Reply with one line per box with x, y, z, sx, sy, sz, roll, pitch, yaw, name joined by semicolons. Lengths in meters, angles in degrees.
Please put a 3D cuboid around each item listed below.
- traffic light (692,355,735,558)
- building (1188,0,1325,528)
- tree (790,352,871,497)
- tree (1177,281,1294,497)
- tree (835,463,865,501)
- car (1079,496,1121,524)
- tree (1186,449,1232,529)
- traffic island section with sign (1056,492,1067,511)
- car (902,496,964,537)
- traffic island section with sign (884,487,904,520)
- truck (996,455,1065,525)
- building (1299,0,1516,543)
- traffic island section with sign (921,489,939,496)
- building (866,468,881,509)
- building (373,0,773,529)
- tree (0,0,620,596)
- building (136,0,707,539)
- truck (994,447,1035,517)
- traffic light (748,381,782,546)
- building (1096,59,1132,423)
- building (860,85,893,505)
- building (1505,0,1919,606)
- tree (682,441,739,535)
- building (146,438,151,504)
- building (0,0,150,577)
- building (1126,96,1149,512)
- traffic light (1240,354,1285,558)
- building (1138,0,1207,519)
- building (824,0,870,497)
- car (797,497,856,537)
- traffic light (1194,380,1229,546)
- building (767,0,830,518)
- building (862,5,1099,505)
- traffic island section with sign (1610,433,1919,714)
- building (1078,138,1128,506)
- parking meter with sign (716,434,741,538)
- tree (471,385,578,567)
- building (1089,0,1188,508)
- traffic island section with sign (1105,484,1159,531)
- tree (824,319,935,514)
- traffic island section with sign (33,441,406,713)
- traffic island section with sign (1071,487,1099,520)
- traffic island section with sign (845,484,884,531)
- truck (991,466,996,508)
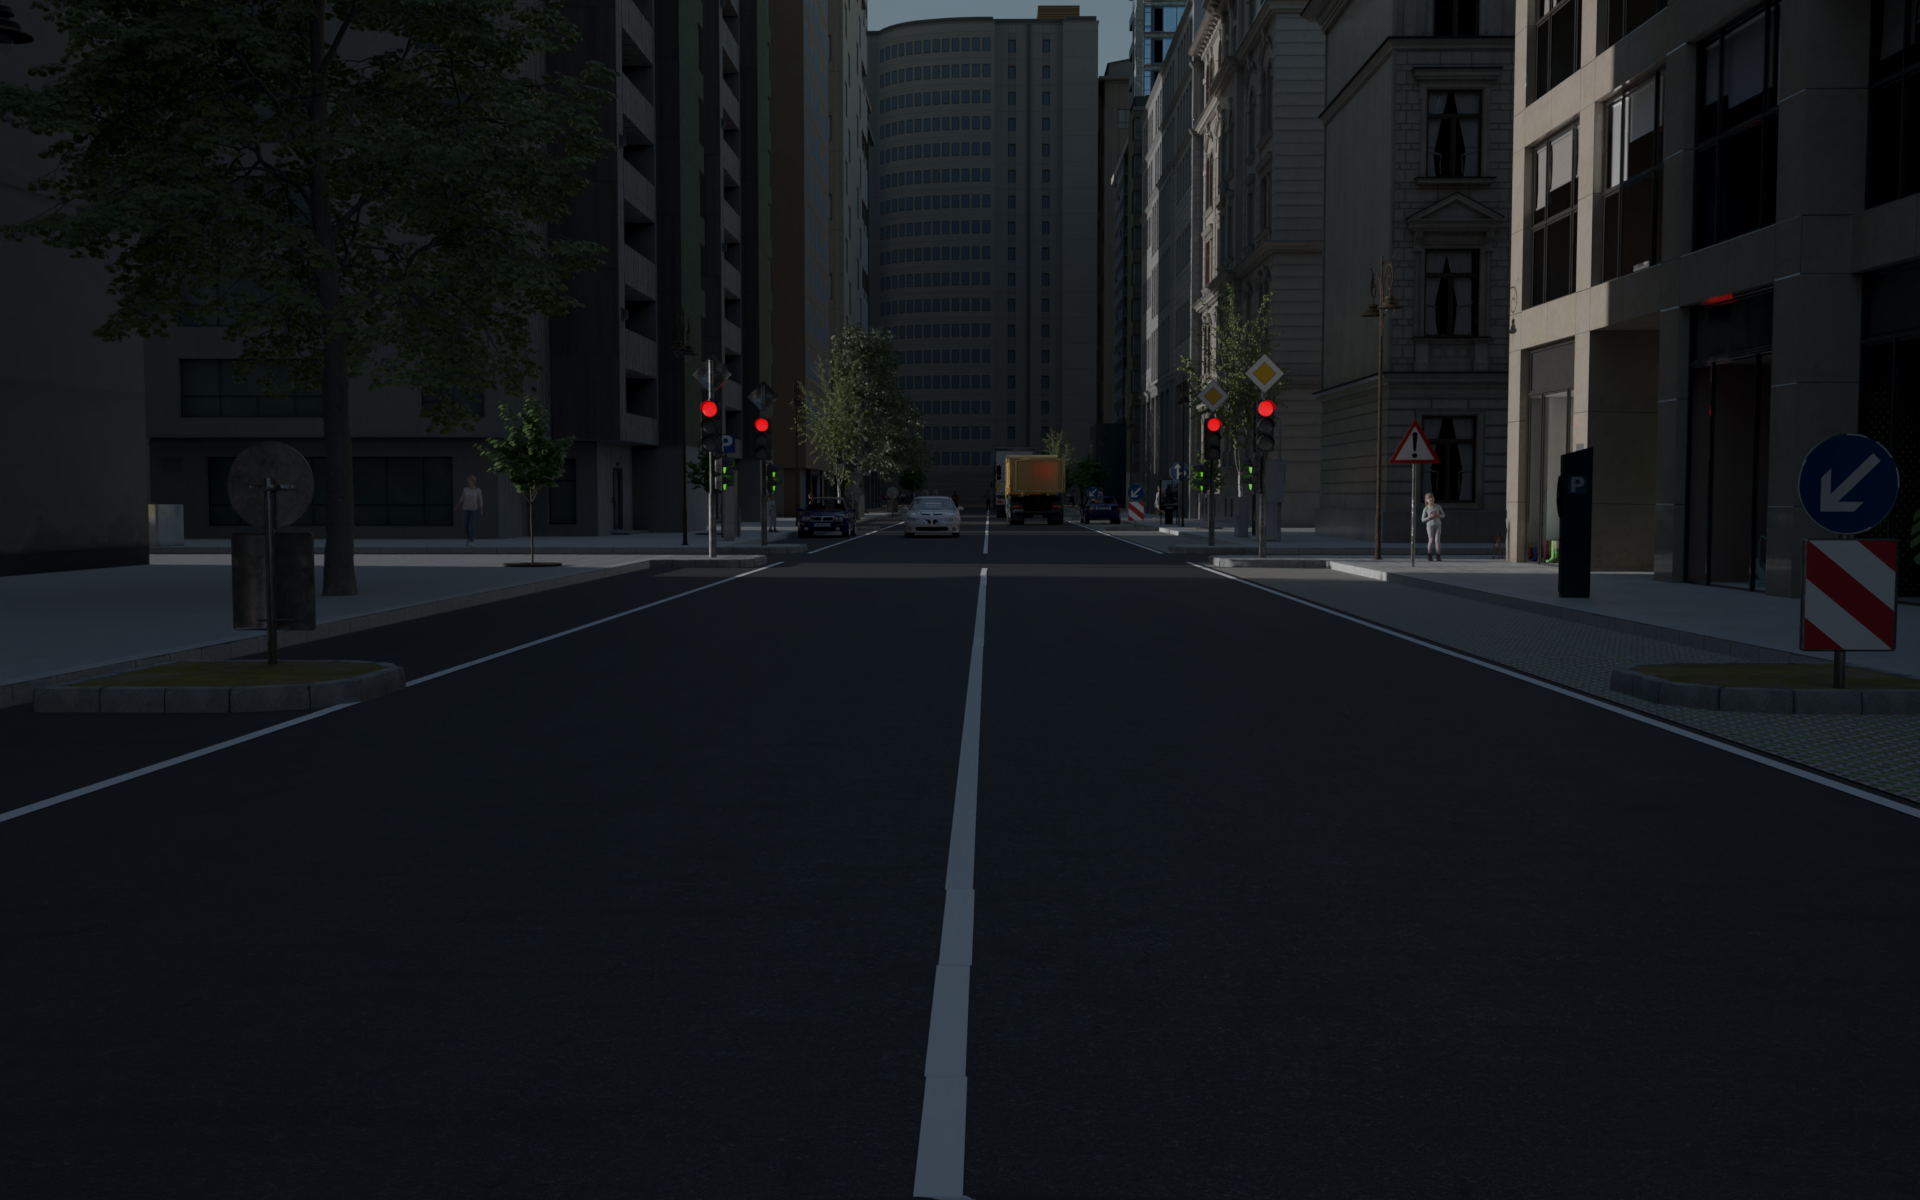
-4.987;-2.816;34.967;0.839;4.253;0.868;0;4;1;traffic light
18.171;-17.661;76.151;14.401;28.519;23.554;0;4;1;building
-6.388;-8.494;89.238;4.737;8.622;4.395;0;3;0;tree
9.561;-6.656;59.193;4.737;8.622;4.395;0;3;0;tree
-6.451;-6.707;104.266;1.663;3.219;1.824;0;3;0;tree
6.684;-4.291;82.741;1.945;1.354;3.894;0;4;0;car
9.330;-4.249;64.070;1.663;3.219;1.824;0;3;0;tree
8.012;-8.373;145.518;1.989;1.847;2.006;0;4;1;traffic island section with sign
-0.920;-2.835;58.711;2.083;1.381;4.827;0;3;0;car
-3.664;-5.319;95.590;1.989;1.847;2.006;0;4;1;traffic island section with sign
3.585;-5.442;84.905;3.469;3.379;9.791;0;4;0;truck
20.192;-11.292;49.259;19.286;19.102;10.561;0;4;1;building
-2.819;-8.330;144.825;1.989;1.847;2.006;0;4;1;traffic island section with sign
-17.670;-43.906;156.123;20.563;71.187;20.611;0;4;1;building
-16.202;-18.644;76.527;14.160;30.474;14.107;0;4;1;building
-8.271;-6.342;21.820;7.486;12.596;7.792;0;3;0;tree
-16.204;-17.294;54.457;14.160;30.474;14.107;0;4;1;building
3.499;-7.374;109.473;2.839;4.237;11.283;0;4;2;truck
-4.850;-3.305;42.951;0.839;4.253;0.868;0;4;1;traffic light
30.150;-38.397;217.031;27.495;52.752;28.713;0;4;1;building
-22.096;-32.168;180.576;28.867;44.769;22.147;0;4;1;building
19.718;-12.881;15.124;19.350;26.468;34.151;0;4;1;building
-7.964;-3.662;54.480;1.663;3.219;1.824;0;3;0;tree
-32.068;-22.646;53.856;14.086;41.232;14.154;0;4;1;building
-25.447;-24.216;19.631;21.600;48.544;21.300;0;4;1;building
19.328;-21.860;129.105;14.160;30.474;14.107;0;4;1;building
6.073;-2.806;34.795;0.839;4.253;0.868;0;4;1;traffic light
17.443;-19.894;102.760;11.434;29.767;29.804;0;4;1;building
-21.195;-33.212;132.262;28.713;52.752;27.495;0;4;1;building
-4.467;-2.805;58.448;1.945;1.354;3.894;0;4;1;car
6.209;-3.294;42.779;0.839;4.253;0.868;0;4;1;traffic light
-15.127;-27.503;99.782;14.600;45.320;14.200;0;4;1;building
2.231;-41.057;213.277;28.212;58.520;21.231;0;4;1;building
5.726;-0.214;12.129;1.989;1.847;2.006;0;4;1;traffic island section with sign
28.696;-29.769;178.612;32.217;40.220;23.993;0;4;1;building
-6.807;-3.364;51.256;0.543;3.016;1.738;0;4;0;parking meter with sign
-7.503;-2.205;30.657;1.663;3.219;1.824;0;3;0;tree
23.420;-51.203;149.839;22.319;86.520;31.000;0;4;1;building
6.681;-3.600;67.487;1.989;1.847;2.006;0;4;1;traffic island section with sign
-6.374;-12.023;113.585;9.611;12.733;9.660;0;3;0;tree
-5.091;-0.224;12.297;1.989;1.847;2.006;0;4;1;traffic island section with sign
7.159;-5.311;95.464;1.989;1.847;2.006;0;4;1;traffic island section with sign
-4.138;-3.615;67.741;1.989;1.847;2.006;0;4;1;traffic island section with sign
4.595;-11.169;171.522;2.839;4.237;11.283;0;4;-1;truck
